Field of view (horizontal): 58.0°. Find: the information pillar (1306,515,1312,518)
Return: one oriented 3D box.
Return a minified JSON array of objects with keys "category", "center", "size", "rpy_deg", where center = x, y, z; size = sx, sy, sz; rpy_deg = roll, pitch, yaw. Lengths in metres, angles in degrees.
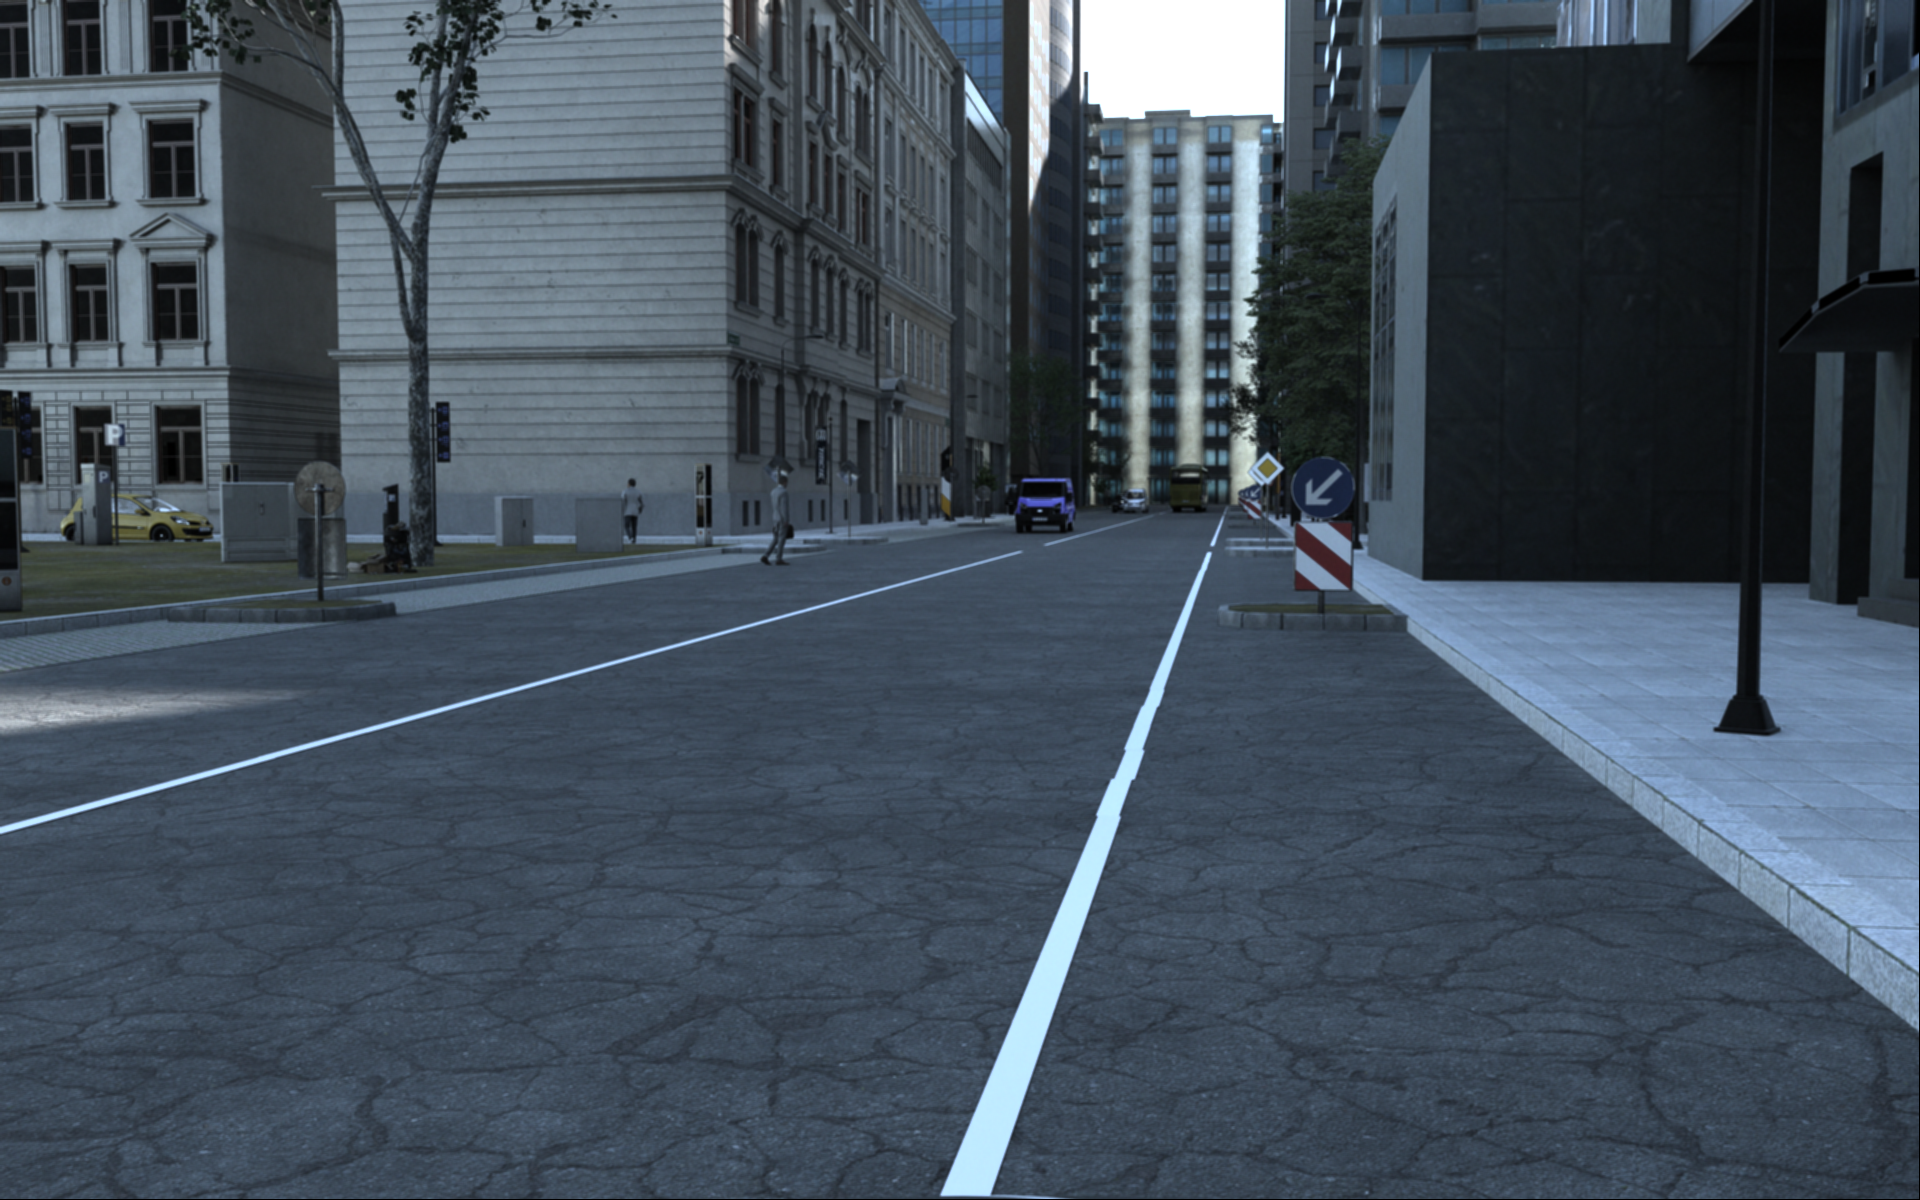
[{"category":"information pillar","center":[18.517,-5.335,91.714],"size":[0.304,2.012,0.304],"rpy_deg":[1,4,15]}]

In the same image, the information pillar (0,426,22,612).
[{"category":"information pillar","center":[-10.467,-0.881,18.897],"size":[0.304,2.012,0.304],"rpy_deg":[-3,5,-44]}]

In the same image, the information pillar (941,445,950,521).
[{"category":"information pillar","center":[-0.679,-5.625,83.317],"size":[0.504,3.616,0.183],"rpy_deg":[-2,4,-29]}]

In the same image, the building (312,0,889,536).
[{"category":"building","center":[-11.378,-16.893,63.583],"size":[14.401,28.519,23.554],"rpy_deg":[1,4,9]}]

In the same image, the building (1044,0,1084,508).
[{"category":"building","center":[-0.711,-37.422,153.853],"size":[21.231,58.520,28.212],"rpy_deg":[1,4,9]}]

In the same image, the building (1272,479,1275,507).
[{"category":"building","center":[49.389,-29.950,181.564],"size":[32.217,40.220,23.993],"rpy_deg":[1,4,9]}]

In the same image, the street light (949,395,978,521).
[{"category":"street light","center":[0.167,-6.658,81.398],"size":[1.470,5.913,1.316],"rpy_deg":[1,4,9]}]

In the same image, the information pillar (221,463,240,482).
[{"category":"information pillar","center":[-17.399,-2.254,41.339],"size":[0.304,2.012,0.304],"rpy_deg":[1,4,10]}]

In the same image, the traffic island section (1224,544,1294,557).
[{"category":"traffic island section","center":[7.257,-1.136,40.852],"size":[2.009,0.180,2.903],"rpy_deg":[1,4,9]}]

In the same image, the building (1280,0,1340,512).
[{"category":"building","center":[35.928,-36.296,135.440],"size":[21.231,58.520,28.212],"rpy_deg":[1,4,9]}]

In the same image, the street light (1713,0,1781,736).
[{"category":"street light","center":[3.726,-2.247,9.284],"size":[1.470,5.913,1.316],"rpy_deg":[1,4,9]}]

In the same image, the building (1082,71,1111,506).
[{"category":"building","center":[0.012,-34.805,188.665],"size":[30.456,49.044,23.786],"rpy_deg":[1,4,9]}]

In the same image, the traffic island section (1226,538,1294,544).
[{"category":"traffic island section","center":[8.496,-1.618,48.741],"size":[2.009,0.180,2.903],"rpy_deg":[1,4,9]}]

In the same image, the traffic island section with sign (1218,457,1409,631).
[{"category":"traffic island section with sign","center":[3.875,-0.647,19.211],"size":[1.989,1.847,2.006],"rpy_deg":[1,4,9]}]

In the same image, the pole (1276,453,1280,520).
[{"category":"pole","center":[15.759,-5.627,85.838],"size":[0.158,3.312,0.155],"rpy_deg":[0,3,0]}]

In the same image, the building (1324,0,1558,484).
[{"category":"building","center":[32.881,-29.404,100.369],"size":[23.786,49.044,30.456],"rpy_deg":[1,4,9]}]

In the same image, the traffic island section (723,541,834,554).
[{"category":"traffic island section","center":[-4.490,-1.249,42.695],"size":[2.009,0.180,2.903],"rpy_deg":[1,4,9]}]

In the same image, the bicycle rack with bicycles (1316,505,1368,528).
[{"category":"bicycle rack with bicycles","center":[13.395,-2.773,58.727],"size":[2.925,0.926,2.852],"rpy_deg":[0,4,4]}]

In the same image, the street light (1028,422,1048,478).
[{"category":"street light","center":[4.994,-8.531,112.020],"size":[1.470,5.913,1.316],"rpy_deg":[1,4,9]}]

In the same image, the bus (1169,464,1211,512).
[{"category":"bus","center":[18.648,-9.112,140.534],"size":[2.896,3.916,12.252],"rpy_deg":[1,4,11]}]

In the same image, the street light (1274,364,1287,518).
[{"category":"street light","center":[11.992,-5.432,61.347],"size":[1.470,5.913,1.316],"rpy_deg":[1,4,9]}]

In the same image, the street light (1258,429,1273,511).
[{"category":"street light","center":[16.701,-7.308,92.031],"size":[1.470,5.913,1.316],"rpy_deg":[1,4,9]}]

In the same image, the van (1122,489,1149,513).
[{"category":"van","center":[13.161,-7.491,129.481],"size":[2.013,2.044,4.112],"rpy_deg":[1,4,10]}]

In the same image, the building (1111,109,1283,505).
[{"category":"building","center":[26.016,-36.629,218.494],"size":[30.456,49.044,23.786],"rpy_deg":[1,4,9]}]

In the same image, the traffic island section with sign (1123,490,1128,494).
[{"category":"traffic island section with sign","center":[17.243,-10.417,178.948],"size":[1.989,1.847,2.006],"rpy_deg":[1,4,9]}]

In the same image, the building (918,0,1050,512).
[{"category":"building","center":[-0.776,-29.520,132.765],"size":[14.600,45.320,14.200],"rpy_deg":[1,4,9]}]

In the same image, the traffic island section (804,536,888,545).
[{"category":"traffic island section","center":[-3.252,-1.731,50.584],"size":[2.009,0.180,2.903],"rpy_deg":[1,4,9]}]

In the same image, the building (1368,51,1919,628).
[{"category":"building","center":[17.104,-43.040,16.372],"size":[22.319,86.520,31.000],"rpy_deg":[1,4,9]}]

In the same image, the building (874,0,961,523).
[{"category":"building","center":[-8.090,-18.314,85.331],"size":[13.634,28.700,20.117],"rpy_deg":[1,4,9]}]

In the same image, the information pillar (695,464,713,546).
[{"category":"information pillar","center":[-6.286,-2.325,42.501],"size":[0.304,2.012,0.304],"rpy_deg":[2,4,27]}]

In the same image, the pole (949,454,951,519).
[{"category":"pole","center":[-0.536,-5.793,88.558],"size":[0.158,3.312,0.155],"rpy_deg":[0,3,0]}]

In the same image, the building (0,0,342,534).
[{"category":"building","center":[-32.156,-13.757,61.079],"size":[21.152,22.565,11.583],"rpy_deg":[1,4,9]}]

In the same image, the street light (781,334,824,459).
[{"category":"street light","center":[-4.643,-4.772,50.557],"size":[1.470,5.913,1.316],"rpy_deg":[1,4,9]}]

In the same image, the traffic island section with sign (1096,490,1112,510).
[{"category":"traffic island section with sign","center":[12.943,-8.740,151.529],"size":[1.989,1.847,2.006],"rpy_deg":[1,4,9]}]

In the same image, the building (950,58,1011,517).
[{"category":"building","center":[-4.156,-17.558,105.093],"size":[12.078,24.808,19.932],"rpy_deg":[1,4,9]}]

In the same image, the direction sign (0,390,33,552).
[{"category":"direction sign","center":[-20.717,-2.818,38.077],"size":[0.379,3.537,0.876],"rpy_deg":[1,4,13]}]

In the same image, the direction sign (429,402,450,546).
[{"category":"direction sign","center":[-12.968,-3.101,42.693],"size":[0.876,3.537,0.379],"rpy_deg":[1,4,11]}]

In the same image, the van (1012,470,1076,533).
[{"category":"van","center":[3.236,-3.729,65.353],"size":[2.240,2.365,5.245],"rpy_deg":[0,4,8]}]

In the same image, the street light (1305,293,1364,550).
[{"category":"street light","center":[8.675,-4.135,40.146],"size":[1.470,5.913,1.316],"rpy_deg":[1,4,9]}]
